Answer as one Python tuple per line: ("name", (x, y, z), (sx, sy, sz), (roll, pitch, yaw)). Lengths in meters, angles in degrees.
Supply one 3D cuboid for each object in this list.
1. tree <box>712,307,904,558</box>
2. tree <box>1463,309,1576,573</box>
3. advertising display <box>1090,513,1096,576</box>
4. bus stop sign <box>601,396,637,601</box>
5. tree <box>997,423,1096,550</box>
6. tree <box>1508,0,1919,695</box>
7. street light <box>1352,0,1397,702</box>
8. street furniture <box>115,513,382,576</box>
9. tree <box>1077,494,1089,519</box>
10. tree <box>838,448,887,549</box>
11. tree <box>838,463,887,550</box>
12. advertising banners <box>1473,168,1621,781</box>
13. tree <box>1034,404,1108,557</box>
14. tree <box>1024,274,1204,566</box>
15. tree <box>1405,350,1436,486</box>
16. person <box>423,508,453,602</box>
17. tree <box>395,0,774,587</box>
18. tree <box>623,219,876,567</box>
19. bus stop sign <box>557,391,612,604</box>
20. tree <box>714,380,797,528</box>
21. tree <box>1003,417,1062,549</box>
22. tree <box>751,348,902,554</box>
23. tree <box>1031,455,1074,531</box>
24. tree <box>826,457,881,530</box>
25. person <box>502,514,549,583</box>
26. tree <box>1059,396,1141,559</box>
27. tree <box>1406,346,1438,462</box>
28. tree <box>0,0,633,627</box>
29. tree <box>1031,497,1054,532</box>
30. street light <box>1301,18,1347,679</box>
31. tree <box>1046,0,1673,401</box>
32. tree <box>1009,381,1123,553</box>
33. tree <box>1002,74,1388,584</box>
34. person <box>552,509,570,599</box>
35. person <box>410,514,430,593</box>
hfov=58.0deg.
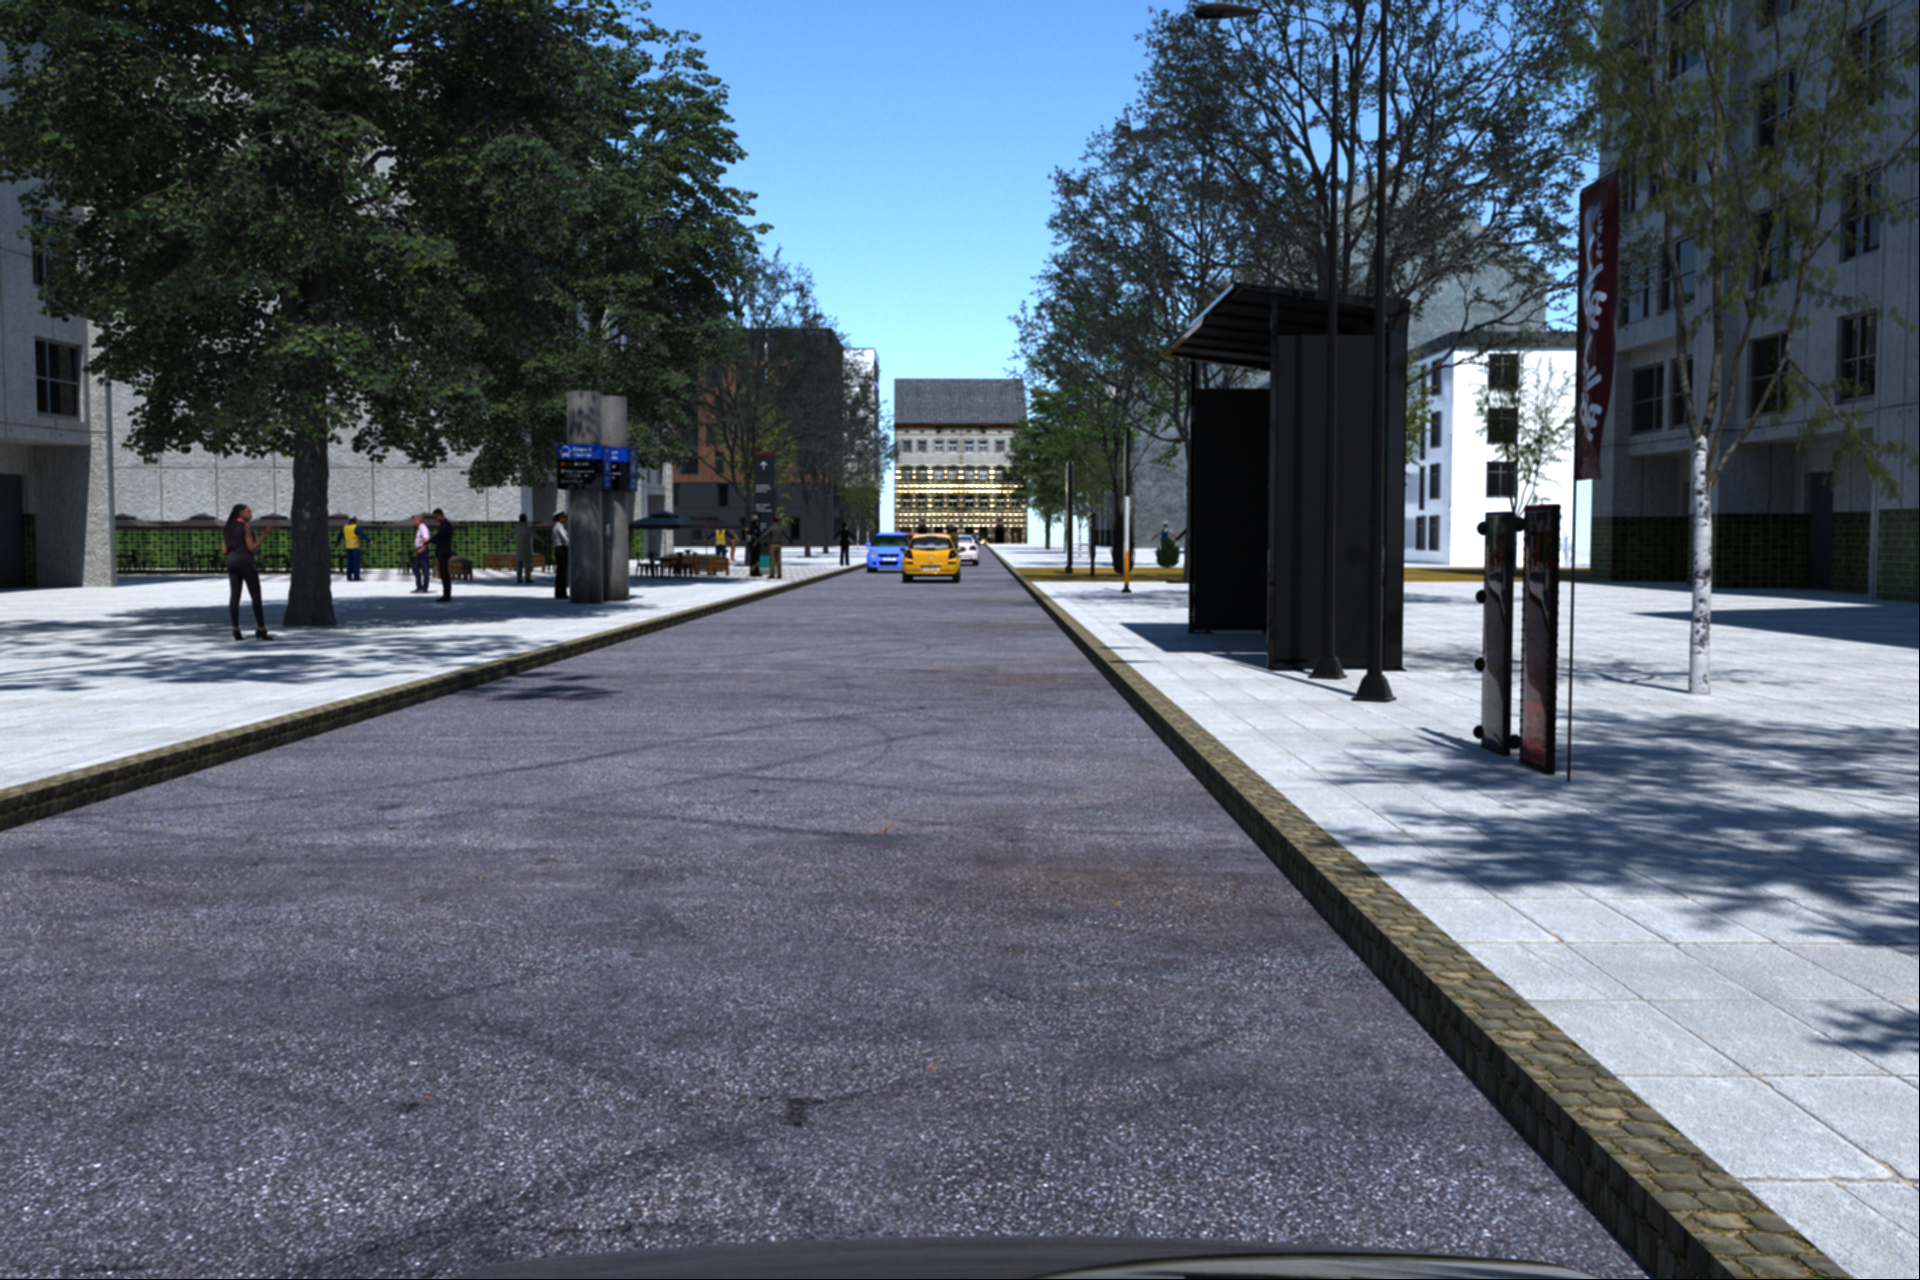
("tree", (-8.319, -11.244, 94.210), (12.009, 13.543, 11.850), (0, 3, 0))
("tree", (18.222, -6.530, 57.131), (4.360, 8.622, 3.978), (0, 3, 0))
("advertising display", (4.069, -2.935, 53.207), (0.123, 1.923, 0.974), (0, 4, 1))
("bus stop sign", (-6.688, -2.706, 33.267), (0.837, 3.901, 0.837), (0, 3, 0))
("tree", (7.130, -12.576, 140.035), (8.767, 10.594, 7.601), (0, 4, 1))
("tree", (5.919, -3.884, 13.871), (4.360, 8.622, 3.978), (0, 3, 0))
("street light", (3.742, -2.486, 13.192), (1.470, 5.913, 1.316), (0, 4, 0))
("street furniture", (-33.402, -3.033, 54.622), (27.439, 1.986, 14.083), (1, 4, 13))
("tree", (19.067, -18.519, 237.196), (7.601, 10.594, 8.767), (1, 4, 10))
("tree", (-7.898, -11.895, 144.839), (4.737, 8.622, 4.395), (0, 3, 0))
("tree", (-8.247, -11.444, 137.479), (4.360, 8.622, 3.978), (0, 3, 0))
("advertising banners", (3.155, -0.808, 9.406), (0.090, 3.025, 2.074), (0, 4, 0))
("tree", (6.878, -8.925, 96.285), (4.360, 8.622, 3.978), (0, 3, 0))
("tree", (6.277, -8.798, 69.599), (9.928, 11.665, 9.643), (0, 3, 0))
("tree", (16.254, -7.076, 66.063), (4.737, 8.622, 4.395), (0, 3, 0))
("person", (-9.932, -1.619, 32.957), (0.568, 1.767, 0.683), (-2, 4, -29))
("tree", (-9.431, -8.271, 41.889), (9.857, 13.997, 8.962), (0, 3, 0))
("tree", (-8.541, -9.675, 68.560), (12.009, 13.543, 11.850), (0, 3, 0))
("bus stop sign", (-6.948, -2.636, 32.107), (0.837, 3.901, 0.837), (0, 4, 0))
("tree", (-9.021, -7.815, 78.130), (4.737, 8.622, 4.395), (0, 3, 0))
("tree", (7.630, -13.850, 152.200), (9.928, 11.665, 9.643), (0, 3, 0))
("tree", (-8.862, -12.345, 112.212), (12.009, 13.543, 11.850), (0, 3, 0))
("tree", (7.655, -10.521, 122.384), (4.360, 8.622, 3.978), (0, 3, 0))
("tree", (-8.471, -10.690, 125.142), (4.360, 8.622, 3.978), (0, 3, 0))
("person", (-11.488, -2.420, 45.647), (1.344, 1.819, 0.704), (1, 4, 14))
("tree", (6.499, -8.425, 88.108), (4.360, 8.622, 3.978), (0, 3, 0))
("tree", (12.794, -6.409, 55.142), (4.737, 8.622, 4.395), (0, 3, 0))
("tree", (-9.201, -7.179, 24.037), (9.857, 13.997, 8.962), (0, 3, 0))
("tree", (11.883, -17.631, 238.623), (4.737, 8.622, 4.395), (0, 3, 0))
("street light", (3.825, -2.613, 15.269), (1.470, 5.913, 1.316), (0, 4, 1))
("tree", (6.602, -7.281, 29.406), (12.009, 13.543, 11.850), (0, 3, 0))
("tree", (7.086, -12.009, 114.467), (7.486, 12.596, 7.792), (0, 3, 0))
("tree", (6.121, -8.236, 45.030), (12.009, 13.543, 11.850), (0, 3, 0))
("person", (-7.859, -1.711, 34.440), (0.721, 1.778, 1.216), (-2, 4, -30))
("person", (-11.700, -1.866, 37.495), (0.436, 1.711, 0.756), (-1, 4, -17))
